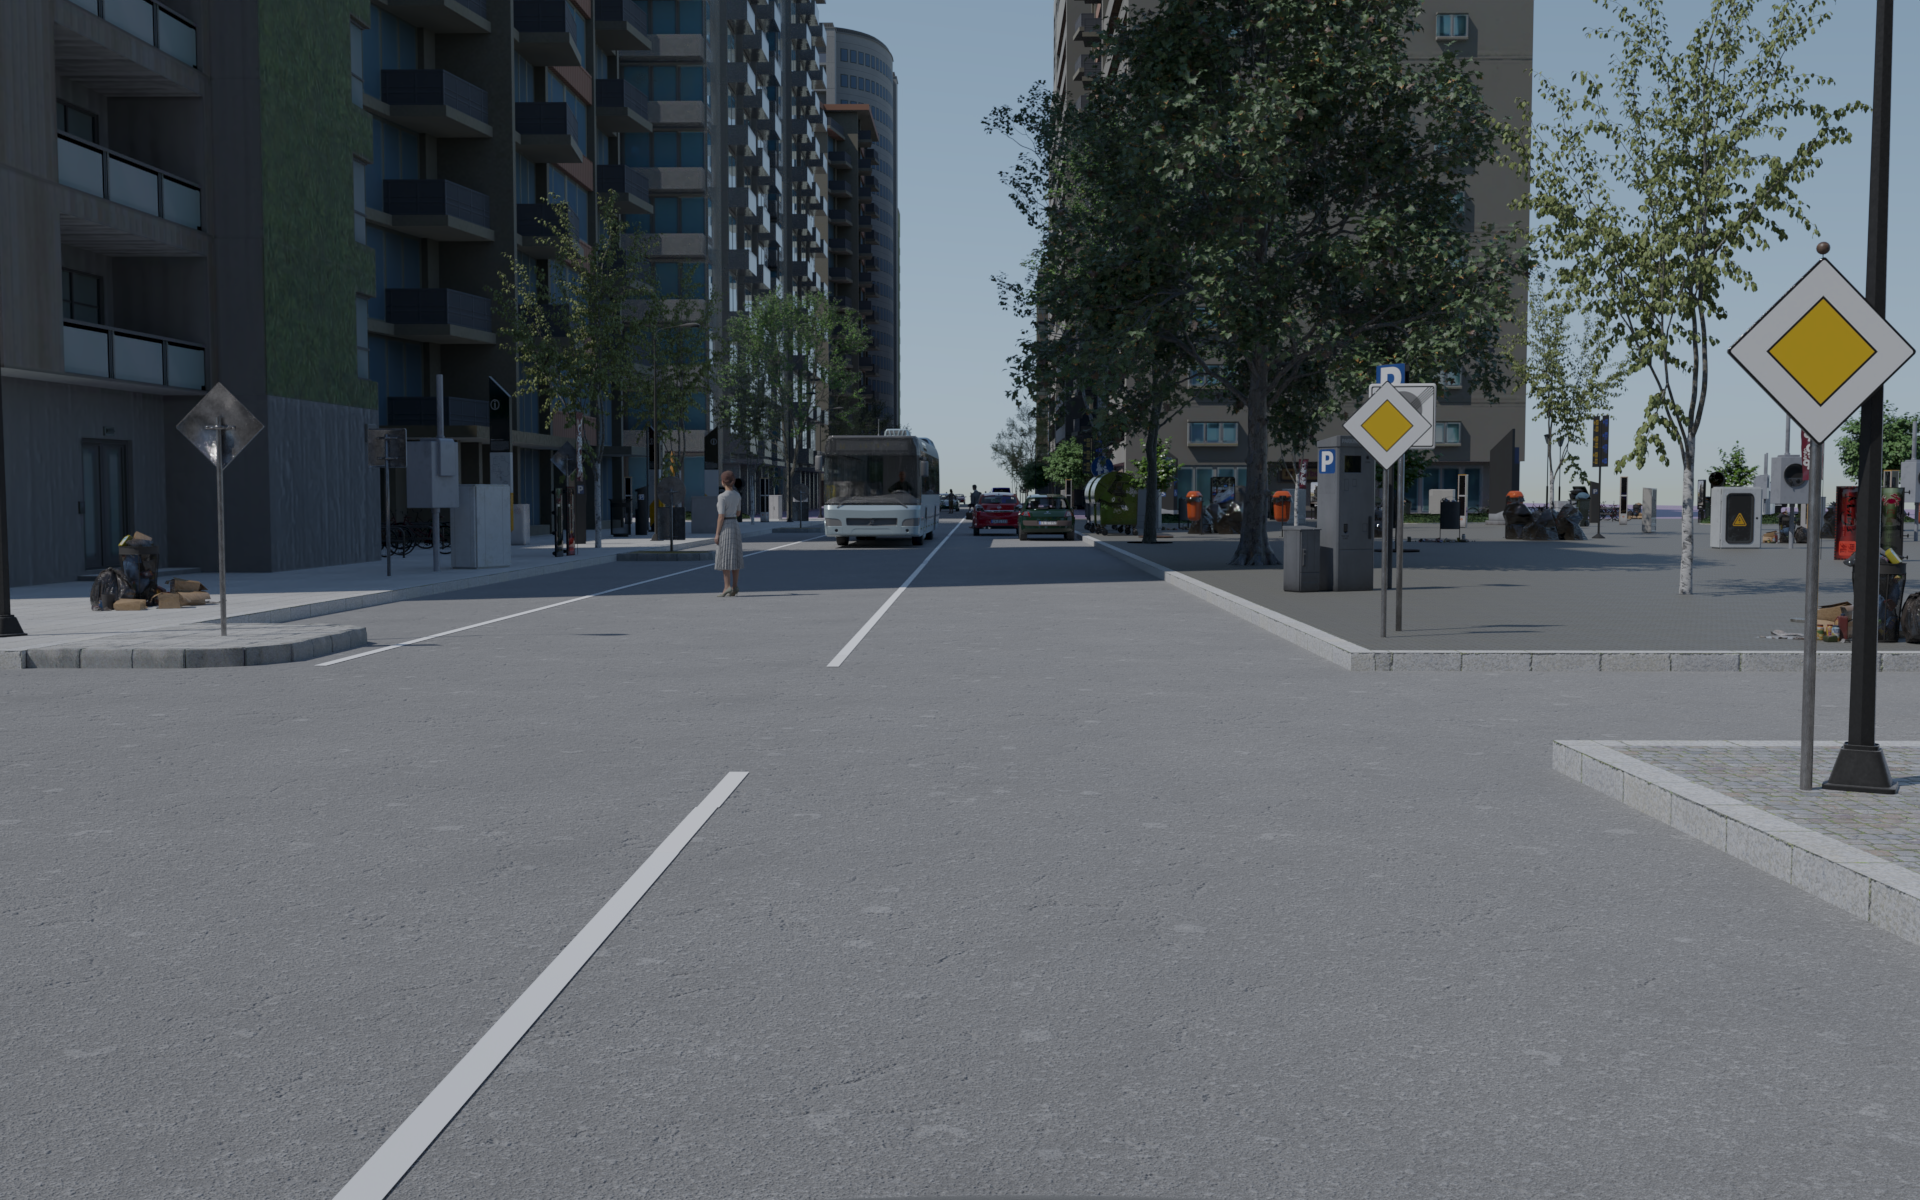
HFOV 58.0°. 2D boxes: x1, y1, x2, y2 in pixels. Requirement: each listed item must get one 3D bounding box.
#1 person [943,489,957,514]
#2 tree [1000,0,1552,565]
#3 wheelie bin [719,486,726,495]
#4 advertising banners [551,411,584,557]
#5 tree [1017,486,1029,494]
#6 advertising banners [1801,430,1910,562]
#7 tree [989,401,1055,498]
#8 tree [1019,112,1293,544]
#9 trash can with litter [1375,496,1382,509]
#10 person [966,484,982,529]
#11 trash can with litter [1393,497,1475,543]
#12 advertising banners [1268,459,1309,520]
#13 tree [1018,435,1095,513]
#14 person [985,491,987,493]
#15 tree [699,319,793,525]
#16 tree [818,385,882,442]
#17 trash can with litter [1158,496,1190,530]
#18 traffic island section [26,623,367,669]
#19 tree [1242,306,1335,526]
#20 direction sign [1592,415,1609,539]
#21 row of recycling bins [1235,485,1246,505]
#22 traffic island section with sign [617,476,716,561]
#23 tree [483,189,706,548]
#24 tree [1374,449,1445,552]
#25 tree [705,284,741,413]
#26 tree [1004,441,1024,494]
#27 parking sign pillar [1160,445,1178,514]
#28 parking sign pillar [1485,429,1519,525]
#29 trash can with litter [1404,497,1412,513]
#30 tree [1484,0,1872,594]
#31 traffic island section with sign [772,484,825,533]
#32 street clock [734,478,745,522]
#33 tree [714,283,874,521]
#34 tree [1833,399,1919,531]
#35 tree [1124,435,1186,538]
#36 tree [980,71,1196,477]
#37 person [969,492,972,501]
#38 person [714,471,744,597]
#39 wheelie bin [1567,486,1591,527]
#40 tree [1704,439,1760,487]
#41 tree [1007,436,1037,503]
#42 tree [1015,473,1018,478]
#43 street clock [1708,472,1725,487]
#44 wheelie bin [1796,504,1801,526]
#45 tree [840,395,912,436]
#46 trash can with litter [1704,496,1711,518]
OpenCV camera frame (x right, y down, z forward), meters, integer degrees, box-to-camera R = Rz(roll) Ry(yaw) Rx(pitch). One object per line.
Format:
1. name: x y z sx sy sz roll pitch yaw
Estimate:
1. person: -0.689 -7.279 127.508 1.348 1.824 0.705 -3 5 -45
2. tree: 5.491 -6.986 31.222 9.611 12.733 9.660 0 3 0
3. wheelie bin: -9.867 -3.862 71.052 0.980 1.594 0.693 -2 4 -25
4. advertising banners: -8.129 -2.437 36.028 0.090 3.025 2.074 0 4 5
5. tree: 8.205 -13.498 215.287 1.663 3.219 1.824 0 3 0
6. advertising banners: 17.229 -2.281 33.476 0.090 3.025 2.074 -3 5 -44
7. tree: 6.585 -14.651 173.951 8.767 10.594 7.601 2 4 27
8. tree: 5.043 -7.267 44.566 9.928 11.665 9.643 0 3 0
9. trash can with litter: 21.649 -4.779 89.523 0.624 1.170 1.055 0 4 -7
10. person: 0.690 -3.847 71.366 0.822 1.834 0.622 3 4 37
11. trash can with litter: 12.716 -2.161 46.394 2.233 1.210 1.678 1 4 11
12. advertising banners: 16.300 -5.489 85.940 2.074 3.025 0.090 0 4 -8
13. tree: 6.302 -6.849 95.701 4.285 4.588 4.351 0 3 0
14. person: 3.261 -13.061 222.055 0.705 1.823 1.348 1 4 11
15. tree: -8.730 -7.454 72.239 4.360 8.622 3.978 0 3 0
16. tree: -7.250 -9.773 110.154 4.360 8.622 3.978 0 3 0
17. trash can with litter: 7.653 -3.105 61.829 2.233 1.210 1.678 -3 5 -42
18. traffic island section: -6.681 0.404 15.670 2.009 0.180 2.903 0 4 1
19. tree: 12.402 -6.939 63.813 4.360 8.622 3.978 0 3 0
20. direction sign: 18.484 -3.549 50.031 0.379 3.537 0.876 0 4 -8
21. row of recycling bins: 13.545 -4.743 84.661 1.069 1.692 3.534 0 4 3
22. traffic island section with sign: -6.354 -1.794 37.954 1.989 1.847 2.006 0 4 1
23. tree: -8.885 -5.550 41.111 4.737 8.622 4.395 0 3 0
24. tree: 9.654 -2.689 38.570 1.663 3.219 1.824 0 3 0
25. tree: -8.872 -6.279 53.028 4.737 8.622 4.395 0 3 0
26. tree: 7.763 -17.736 240.345 4.360 8.622 3.978 0 3 0
27. parking sign pillar: 10.515 -6.145 88.935 1.447 3.967 1.447 3 4 37
28. parking sign pillar: 22.625 -5.108 71.994 1.447 3.967 1.447 -2 4 -26
29. trash can with litter: 23.222 -4.761 89.234 1.055 1.170 0.624 1 4 10
30. tree: 9.116 -4.388 22.106 4.737 8.622 4.395 0 3 0
31. traffic island section with sign: -5.946 -3.442 64.906 1.989 1.847 2.006 0 4 1
32. street clock: -9.994 -4.521 78.481 0.471 2.002 0.358 2 4 26
33. tree: -8.187 -9.697 84.300 9.928 11.665 9.643 0 3 0
34. tree: 31.887 -4.659 59.892 4.285 4.588 4.351 0 3 0
35. tree: 5.741 -3.441 50.864 1.663 3.219 1.824 0 3 0
36. tree: 7.126 -13.444 75.701 12.611 20.169 13.585 0 3 0
37. person: 1.312 -11.778 202.533 0.415 1.643 0.593 0 4 2
38. person: -3.283 -0.925 24.190 0.524 1.755 0.480 2 4 33
39. wheelie bin: 24.389 -3.689 68.225 0.693 1.594 0.980 -2 4 -29
40. tree: 27.593 -4.089 61.451 1.663 3.219 1.824 0 3 0
41. tree: 7.229 -15.554 204.663 4.737 8.622 4.395 0 3 0
42. tree: 6.538 -10.255 151.381 4.285 4.588 4.351 0 3 0
43. street clock: 24.355 -3.132 55.780 0.471 2.002 0.358 2 4 32
44. wheelie bin: 34.263 -3.790 69.874 0.980 1.594 0.693 -1 4 -12
45. tree: -7.588 -13.905 161.754 8.767 10.594 7.601 -1 4 -10
46. trash can with litter: 39.030 -4.805 89.955 1.055 1.170 0.624 -2 4 -31
